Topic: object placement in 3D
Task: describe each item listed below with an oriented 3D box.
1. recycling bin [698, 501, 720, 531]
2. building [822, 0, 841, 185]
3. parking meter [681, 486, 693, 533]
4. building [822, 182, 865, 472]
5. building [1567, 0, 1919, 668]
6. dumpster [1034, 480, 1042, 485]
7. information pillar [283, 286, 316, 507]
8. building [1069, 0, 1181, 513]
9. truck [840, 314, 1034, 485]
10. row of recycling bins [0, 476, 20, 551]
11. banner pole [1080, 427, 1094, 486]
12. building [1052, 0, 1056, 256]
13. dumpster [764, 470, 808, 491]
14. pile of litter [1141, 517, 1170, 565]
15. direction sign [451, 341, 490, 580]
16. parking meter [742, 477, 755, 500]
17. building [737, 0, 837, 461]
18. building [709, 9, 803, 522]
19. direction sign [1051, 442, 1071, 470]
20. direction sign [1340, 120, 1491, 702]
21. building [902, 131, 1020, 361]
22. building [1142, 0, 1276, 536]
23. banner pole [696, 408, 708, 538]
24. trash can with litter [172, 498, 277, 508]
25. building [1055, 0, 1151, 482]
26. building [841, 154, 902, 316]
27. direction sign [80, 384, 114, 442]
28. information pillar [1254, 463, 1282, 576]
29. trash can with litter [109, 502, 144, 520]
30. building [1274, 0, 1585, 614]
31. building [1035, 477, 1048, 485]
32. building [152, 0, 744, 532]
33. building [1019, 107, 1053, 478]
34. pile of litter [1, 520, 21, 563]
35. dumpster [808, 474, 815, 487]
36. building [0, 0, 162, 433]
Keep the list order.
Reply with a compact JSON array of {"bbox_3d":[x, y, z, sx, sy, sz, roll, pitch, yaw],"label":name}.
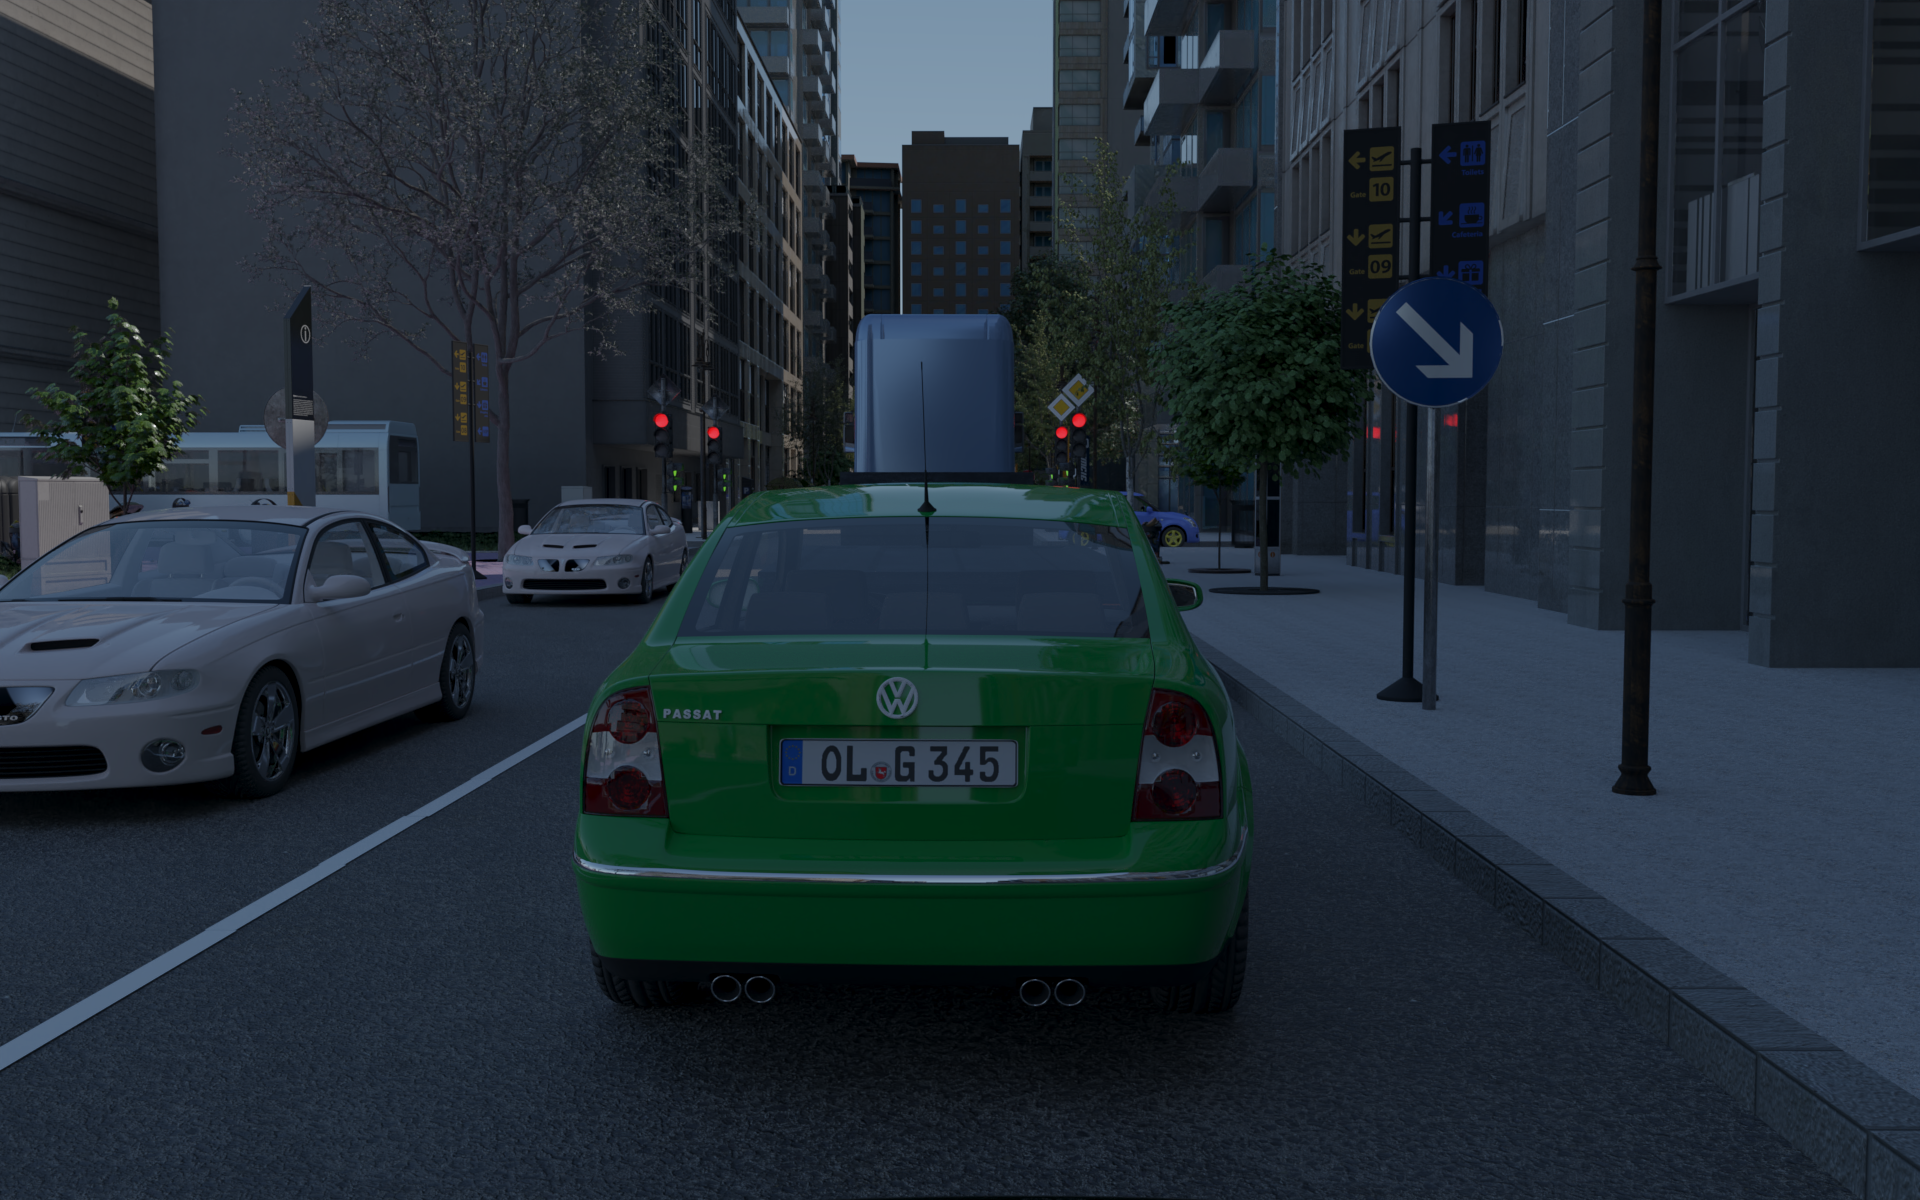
[{"bbox_3d":[-8.866,-2.971,61.136,0.722,1.027,0.722,0,4,-6],"label":"recycling bin"},{"bbox_3d":[-24.737,-53.286,183.891,31.000,86.520,22.319,0,4,0],"label":"building"},{"bbox_3d":[-8.922,-2.944,56.550,0.372,1.533,0.369,0,3,0],"label":"parking meter"},{"bbox_3d":[-16.320,-23.826,161.255,14.160,30.474,14.107,0,4,0],"label":"building"},{"bbox_3d":[11.260,-13.699,1.479,11.434,29.767,29.804,0,4,0],"label":"building"},{"bbox_3d":[3.673,-5.572,93.598,1.502,2.255,1.985,0,4,1],"label":"dumpster"},{"bbox_3d":[-7.363,-1.713,19.357,0.183,3.616,0.504,0,4,8],"label":"information pillar"},{"bbox_3d":[18.209,-48.123,99.486,22.319,86.520,31.000,0,4,0],"label":"building"},{"bbox_3d":[-0.259,-1.861,20.186,2.967,4.110,18.799,0,4,-1],"label":"truck"},{"bbox_3d":[-21.979,-2.008,39.936,1.069,1.692,3.534,-1,4,-15],"label":"row of recycling bins"},{"bbox_3d":[4.791,-4.580,64.904,0.863,3.779,0.401,0,4,-2],"label":"banner pole"},{"bbox_3d":[18.854,-37.601,156.781,21.231,58.520,28.212,0,4,0],"label":"building"},{"bbox_3d":[-7.105,-4.132,70.045,1.502,2.255,1.985,0,4,0],"label":"dumpster"},{"bbox_3d":[3.282,-1.098,31.921,1.176,0.858,1.719,0,4,7],"label":"pile of litter"},{"bbox_3d":[-7.333,-2.081,26.026,0.379,3.537,0.876,1,4,20],"label":"direction sign"},{"bbox_3d":[-7.104,-3.207,58.144,0.399,1.863,0.255,1,4,18],"label":"parking meter"},{"bbox_3d":[-21.646,-31.717,138.184,23.786,49.044,30.456,0,4,0],"label":"building"},{"bbox_3d":[-19.648,-17.576,91.885,19.350,26.468,34.151,0,4,0],"label":"building"},{"bbox_3d":[4.329,-5.034,74.305,0.876,3.537,0.379,0,4,-8],"label":"direction sign"},{"bbox_3d":[2.801,-1.146,10.733,0.876,3.537,0.379,1,4,19],"label":"direction sign"},{"bbox_3d":[0.150,-34.652,216.676,14.200,45.320,14.600,0,4,0],"label":"building"},{"bbox_3d":[21.766,-26.968,60.529,30.456,49.044,23.786,0,4,0],"label":"building"},{"bbox_3d":[-7.530,-3.705,50.589,0.401,3.779,0.863,0,4,-6],"label":"banner pole"},{"bbox_3d":[-11.247,-0.981,27.100,1.678,1.210,2.233,1,4,20],"label":"trash can with litter"},{"bbox_3d":[14.394,-27.670,135.994,14.154,41.232,14.086,0,4,0],"label":"building"},{"bbox_3d":[-21.812,-34.677,221.589,28.867,44.769,22.147,0,4,0],"label":"building"},{"bbox_3d":[-17.549,-2.660,35.483,0.379,3.537,0.876,2,4,33],"label":"direction sign"},{"bbox_3d":[4.830,-1.386,27.161,0.304,2.012,0.304,-2,4,-24],"label":"information pillar"},{"bbox_3d":[-12.066,-0.805,24.544,1.055,1.170,0.624,2,4,24],"label":"trash can with litter"},{"bbox_3d":[12.581,-12.747,26.441,12.078,24.808,19.932,0,4,0],"label":"building"},{"bbox_3d":[24.221,-30.059,183.348,32.217,40.220,23.993,0,4,0],"label":"building"},{"bbox_3d":[-16.441,-16.446,62.406,14.314,27.812,24.014,0,4,0],"label":"building"},{"bbox_3d":[18.117,-36.485,220.223,21.600,48.544,21.300,0,4,0],"label":"building"},{"bbox_3d":[-16.501,-1.029,30.783,1.719,0.858,1.176,-3,4,-38],"label":"pile of litter"},{"bbox_3d":[-7.067,-4.464,75.482,1.502,2.255,1.985,0,4,1],"label":"dumpster"},{"bbox_3d":[-40.091,-16.483,56.883,23.554,28.519,14.401,0,4,0],"label":"building"}]
